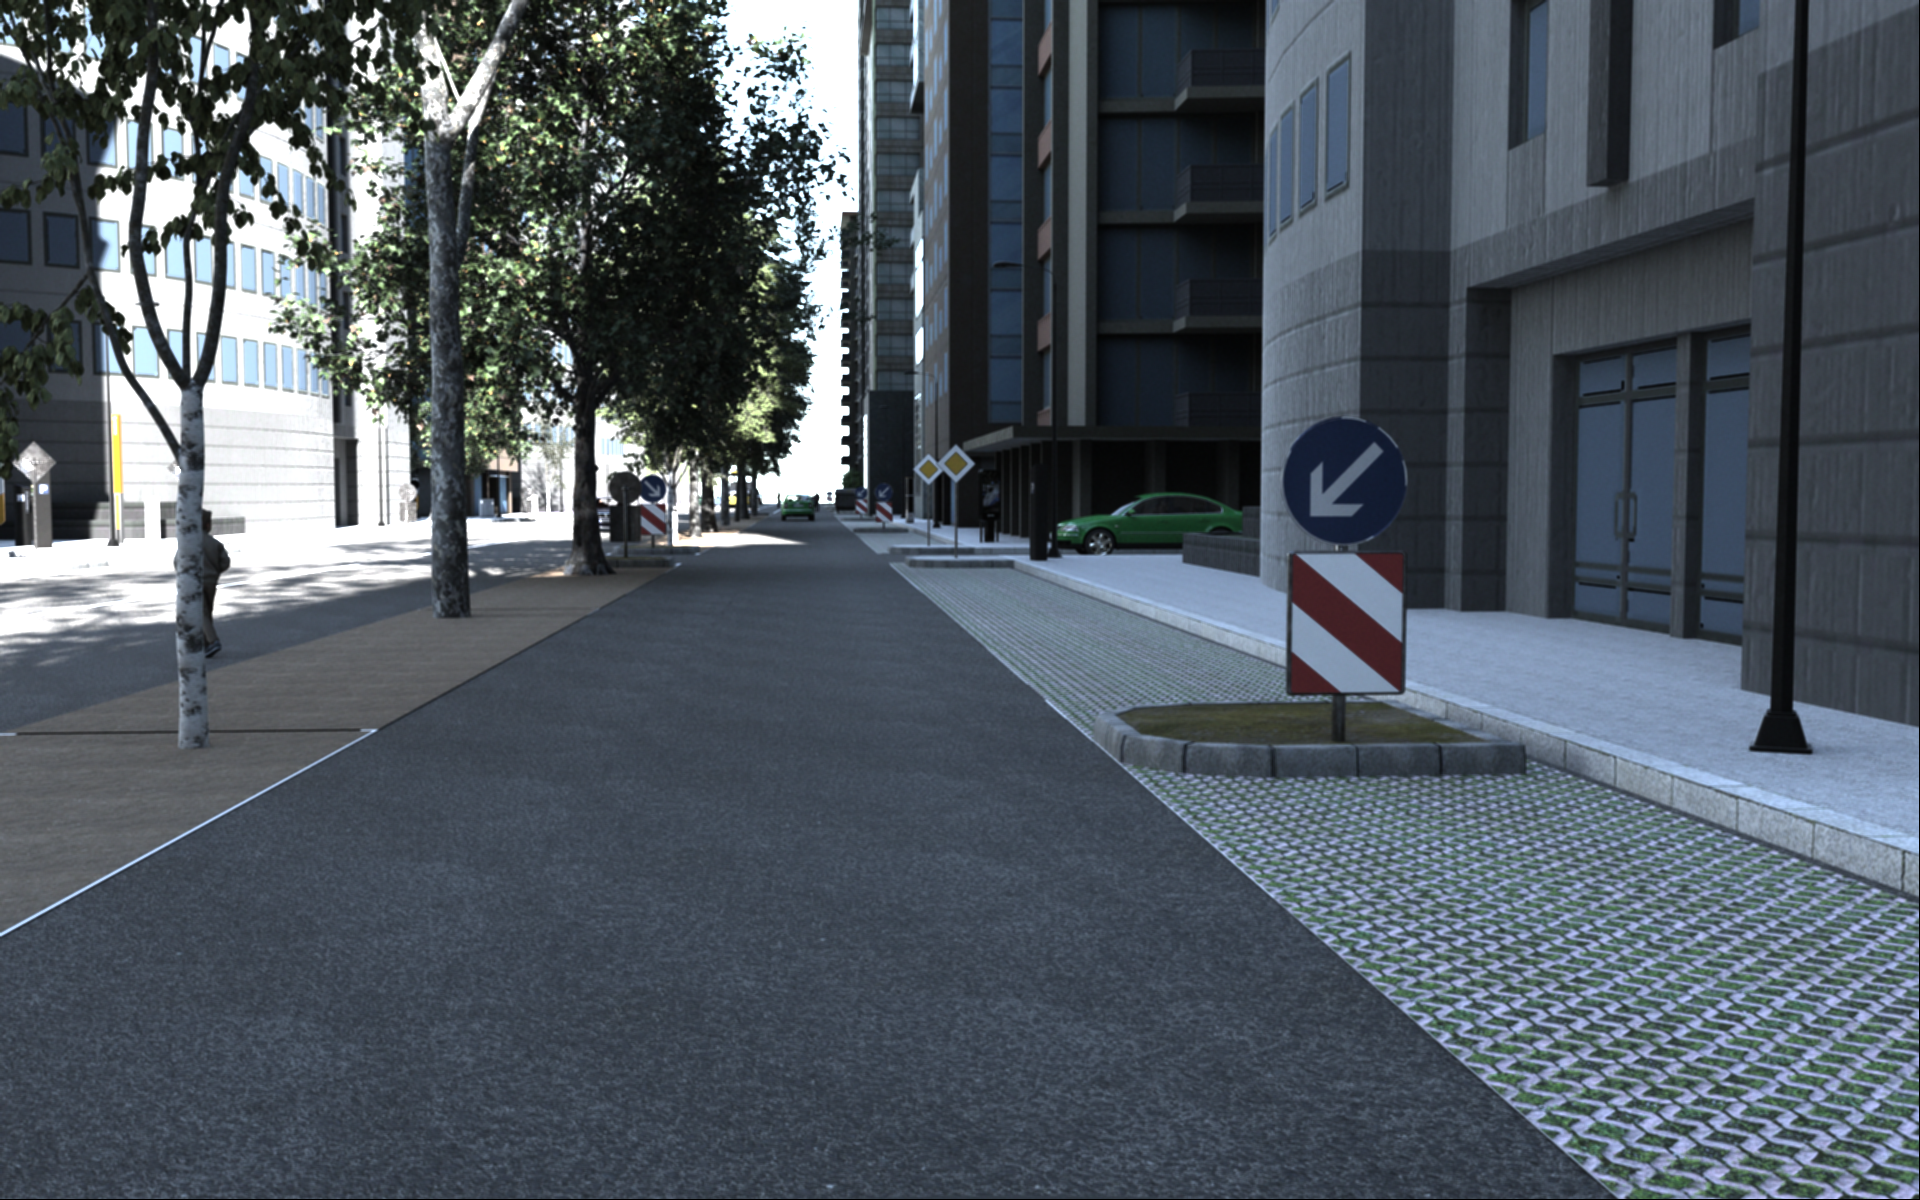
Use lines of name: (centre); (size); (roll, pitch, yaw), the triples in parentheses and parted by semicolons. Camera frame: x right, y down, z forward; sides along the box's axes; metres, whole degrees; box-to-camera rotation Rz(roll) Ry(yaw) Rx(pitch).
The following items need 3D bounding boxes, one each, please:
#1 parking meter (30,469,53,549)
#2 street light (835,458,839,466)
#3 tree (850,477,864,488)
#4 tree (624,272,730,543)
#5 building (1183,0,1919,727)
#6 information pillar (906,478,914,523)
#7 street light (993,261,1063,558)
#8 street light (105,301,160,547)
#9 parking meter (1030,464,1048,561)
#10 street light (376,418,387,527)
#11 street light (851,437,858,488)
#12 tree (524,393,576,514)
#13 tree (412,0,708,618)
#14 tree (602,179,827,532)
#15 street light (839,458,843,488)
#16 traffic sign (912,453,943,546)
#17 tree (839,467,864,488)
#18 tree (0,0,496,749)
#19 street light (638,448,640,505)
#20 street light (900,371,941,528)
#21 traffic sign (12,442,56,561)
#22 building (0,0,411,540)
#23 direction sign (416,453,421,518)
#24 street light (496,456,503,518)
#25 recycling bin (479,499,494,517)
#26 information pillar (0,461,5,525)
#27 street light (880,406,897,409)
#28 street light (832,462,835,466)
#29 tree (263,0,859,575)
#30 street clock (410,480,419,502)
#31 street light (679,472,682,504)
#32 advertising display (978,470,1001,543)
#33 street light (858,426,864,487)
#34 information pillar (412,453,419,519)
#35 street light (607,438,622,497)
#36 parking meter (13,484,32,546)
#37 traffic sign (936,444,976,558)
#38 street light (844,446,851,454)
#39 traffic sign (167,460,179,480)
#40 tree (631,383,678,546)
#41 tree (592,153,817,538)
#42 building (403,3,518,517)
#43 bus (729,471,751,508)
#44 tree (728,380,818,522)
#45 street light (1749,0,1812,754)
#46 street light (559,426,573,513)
parking meter: (-21.690, -2.151, 40.883); (0.255, 1.863, 0.399); (3, 5, 39)
street light: (-15.136, -15.395, 224.256); (1.470, 5.913, 1.316); (0, 4, -5)
tree: (-11.698, -12.660, 201.587); (1.663, 3.219, 1.824); (0, 3, 0)
tree: (-8.202, -5.917, 49.563); (4.360, 8.622, 3.978); (0, 3, 0)
building: (14.700, -29.260, 20.409); (21.231, 58.520, 28.212); (0, 4, -5)
information pillar: (-2.227, -4.426, 76.864); (0.304, 2.012, 0.304); (-1, 4, -18)
street light: (1.360, -3.805, 34.745); (1.470, 5.913, 1.316); (0, 4, -5)
street light: (-19.960, -4.235, 41.782); (1.470, 5.913, 1.316); (0, 4, -5)
parking meter: (1.521, -1.699, 33.496); (0.255, 1.863, 0.399); (-1, 4, -15)
street light: (-22.155, -5.826, 67.801); (1.470, 5.913, 1.316); (0, 4, -5)
street light: (-7.907, -10.328, 141.398); (1.470, 5.913, 1.316); (0, 4, -5)
tree: (-26.783, -9.972, 113.412); (4.360, 8.622, 3.978); (0, 3, 0)
tree: (-4.609, -9.808, 18.710); (12.611, 20.169, 13.585); (0, 3, 0)
tree: (-9.430, -9.515, 64.678); (9.857, 13.997, 8.962); (0, 3, 0)
street light: (-12.428, -13.510, 193.424); (1.470, 5.913, 1.316); (0, 4, -5)
traffic sign: (-0.774, -2.384, 42.625); (0.795, 2.450, 0.064); (0, 4, -5)
tree: (-12.701, -13.512, 204.640); (4.285, 4.588, 4.351); (0, 3, 0)
tree: (-4.373, -3.480, 9.724); (4.737, 8.622, 4.395); (0, 3, 0)
street light: (-31.122, -12.103, 170.424); (1.470, 5.913, 1.316); (0, 4, -5)
street light: (-1.426, -5.688, 65.543); (1.470, 5.913, 1.316); (0, 4, -5)
traffic sign: (-17.711, -1.805, 33.162); (0.795, 2.450, 0.064); (0, 4, -5)
building: (-32.918, -31.566, 58.111); (21.231, 58.520, 28.212); (0, 4, -5)
direction sign: (-28.635, -6.074, 91.314); (0.379, 3.537, 0.876); (-1, 4, -13)
street light: (-24.464, -7.417, 93.810); (1.470, 5.913, 1.316); (0, 4, -5)
recycling bin: (-26.075, -5.066, 95.383); (0.722, 1.027, 0.722); (-2, 4, -24)
information pillar: (-25.169, -3.286, 45.073); (0.504, 3.616, 0.183); (-1, 4, -9)
street light: (-3.541, -7.280, 91.569); (1.470, 5.913, 1.316); (0, 4, -5)
street light: (-19.648, -18.578, 276.283); (1.470, 5.913, 1.316); (0, 4, -5)
tree: (-6.613, -6.778, 30.288); (9.611, 12.733, 9.660); (0, 3, 0)
street clock: (-28.043, -5.168, 89.063); (0.471, 2.002, 0.358); (-1, 4, -20)
street light: (-35.994, -15.520, 226.298); (1.470, 5.913, 1.316); (0, 4, -5)
advertising display: (0.785, -2.505, 46.171); (0.123, 1.923, 0.974); (2, 4, 32)
street light: (-5.974, -8.870, 117.567); (1.470, 5.913, 1.316); (0, 4, -5)
information pillar: (-28.475, -6.067, 90.542); (0.183, 3.616, 0.504); (1, 4, 10)
street light: (-28.684, -10.468, 143.689); (1.470, 5.913, 1.316); (0, 4, -5)
parking meter: (-23.078, -2.094, 42.651); (0.372, 1.533, 0.369); (0, 3, 0)
traffic sign: (-0.082, -1.898, 34.670); (0.795, 2.450, 0.064); (0, 4, -5)
street light: (-10.194, -11.919, 167.409); (1.470, 5.913, 1.316); (0, 4, -5)
traffic sign: (-18.404, -2.292, 41.117); (0.795, 2.450, 0.064); (0, 4, -5)
tree: (-7.588, -5.635, 44.959); (4.737, 8.622, 4.395); (0, 3, 0)
tree: (-8.543, -8.283, 56.010); (7.486, 12.596, 7.792); (0, 3, 0)
building: (-34.443, -27.613, 101.590); (14.600, 45.320, 14.200); (0, 4, -5)
bus: (-22.481, -11.461, 178.933); (2.896, 3.916, 12.252); (0, 4, -4)
tree: (-11.548, -9.307, 89.044); (8.767, 10.594, 7.601); (0, 4, -5)
street light: (3.585, -2.199, 8.488); (1.470, 5.913, 1.316); (0, 4, -5)
street light: (-26.448, -8.846, 117.168); (1.470, 5.913, 1.316); (0, 4, -5)
